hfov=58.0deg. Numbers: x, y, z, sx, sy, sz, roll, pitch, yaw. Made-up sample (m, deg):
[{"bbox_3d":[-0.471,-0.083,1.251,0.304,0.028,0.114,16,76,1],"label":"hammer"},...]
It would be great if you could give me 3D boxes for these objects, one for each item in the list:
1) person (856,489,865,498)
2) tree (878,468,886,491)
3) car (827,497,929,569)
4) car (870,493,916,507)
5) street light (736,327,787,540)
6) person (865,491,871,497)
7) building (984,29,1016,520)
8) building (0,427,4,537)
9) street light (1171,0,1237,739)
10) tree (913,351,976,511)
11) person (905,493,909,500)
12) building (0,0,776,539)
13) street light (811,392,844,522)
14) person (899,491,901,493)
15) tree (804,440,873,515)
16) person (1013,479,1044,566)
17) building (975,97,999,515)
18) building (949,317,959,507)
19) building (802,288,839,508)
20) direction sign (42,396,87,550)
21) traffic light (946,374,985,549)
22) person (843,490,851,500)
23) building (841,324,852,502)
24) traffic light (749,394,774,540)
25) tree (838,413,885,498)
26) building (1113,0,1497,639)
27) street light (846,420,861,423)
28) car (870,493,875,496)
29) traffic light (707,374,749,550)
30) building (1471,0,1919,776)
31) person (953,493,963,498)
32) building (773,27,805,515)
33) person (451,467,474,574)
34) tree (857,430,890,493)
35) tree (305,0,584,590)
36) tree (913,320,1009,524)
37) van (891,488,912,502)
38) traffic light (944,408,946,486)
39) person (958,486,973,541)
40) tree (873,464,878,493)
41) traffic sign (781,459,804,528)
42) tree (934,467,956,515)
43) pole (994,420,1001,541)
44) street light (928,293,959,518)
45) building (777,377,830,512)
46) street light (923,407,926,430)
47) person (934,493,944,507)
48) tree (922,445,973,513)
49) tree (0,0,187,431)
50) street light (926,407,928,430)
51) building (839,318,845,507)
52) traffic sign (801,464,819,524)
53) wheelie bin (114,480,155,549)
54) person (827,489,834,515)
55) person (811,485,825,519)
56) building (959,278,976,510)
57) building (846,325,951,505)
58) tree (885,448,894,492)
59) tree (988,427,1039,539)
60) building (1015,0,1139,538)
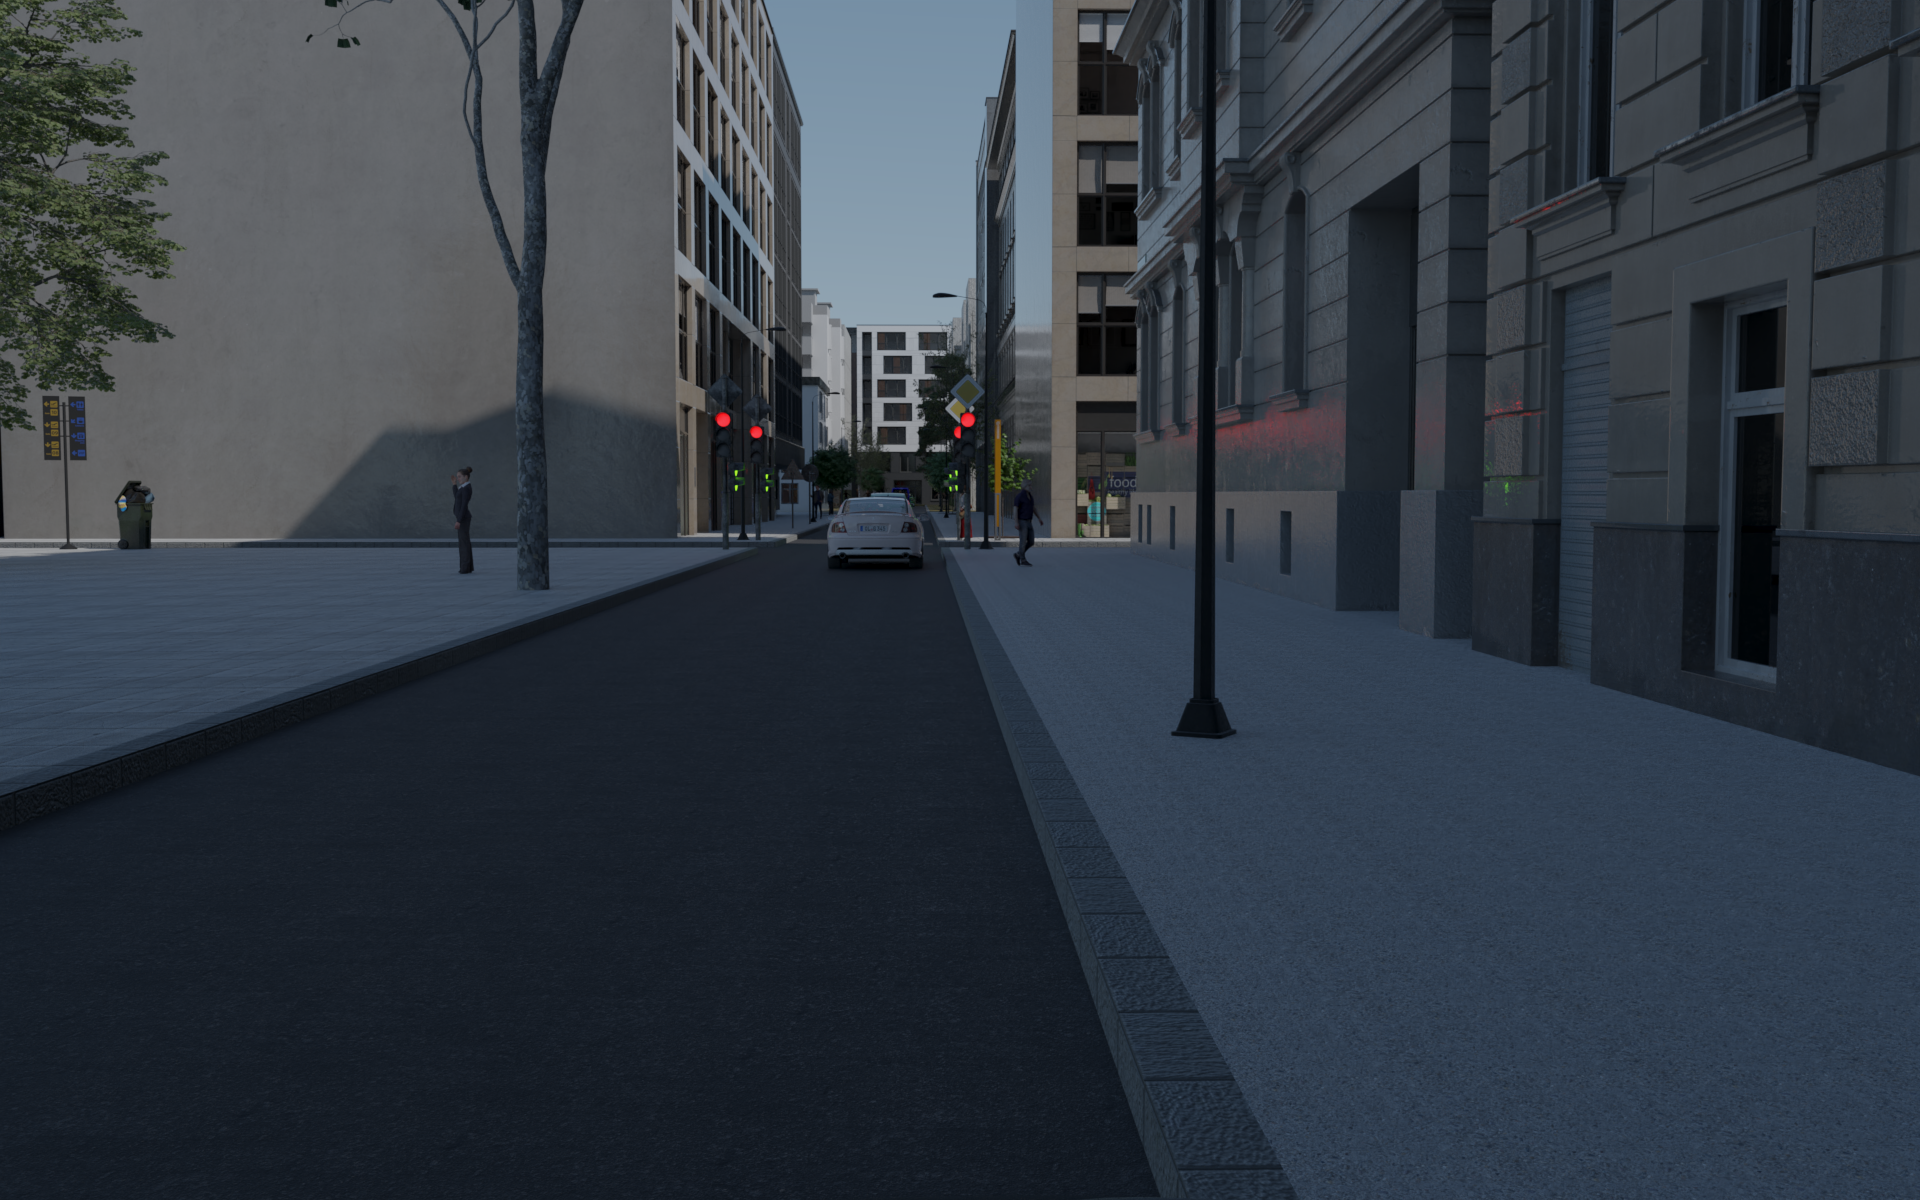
[{"bbox_3d":[-9.733,-9.766,166.242,0.721,1.766,1.217,0,4,-4],"label":"person"},{"bbox_3d":[-9.159,-12.007,180.028,4.285,4.588,4.351,0,3,0],"label":"tree"},{"bbox_3d":[-1.654,-1.367,34.706,2.083,1.381,4.827,0,4,-1],"label":"car"},{"bbox_3d":[-2.607,-3.299,62.737,1.959,1.807,4.718,0,4,-3],"label":"car"},{"bbox_3d":[-5.515,-4.628,48.205,1.470,5.913,1.316,0,4,-1],"label":"street light"},{"bbox_3d":[-10.414,-11.572,195.763,1.217,1.766,0.721,-1,4,-15],"label":"person"},{"bbox_3d":[9.841,-15.596,88.278,16.112,22.955,30.059,0,4,-1],"label":"building"},{"bbox_3d":[-36.562,-13.750,54.492,15.834,23.373,12.332,0,4,-1],"label":"building"},{"bbox_3d":[0.760,-2.234,9.061,1.470,5.913,1.316,0,4,-1],"label":"street light"},{"bbox_3d":[-0.198,-12.749,130.495,6.751,12.117,7.091,0,3,0],"label":"tree"},{"bbox_3d":[-2.899,-5.012,93.142,0.574,1.496,0.600,-3,5,-42],"label":"person"},{"bbox_3d":[-18.140,-15.990,65.946,19.350,26.468,34.151,0,4,-1],"label":"building"},{"bbox_3d":[-6.149,-6.499,78.806,1.470,5.913,1.316,0,4,-1],"label":"street light"},{"bbox_3d":[-5.643,-9.364,162.329,1.217,1.743,0.721,-1,4,-21],"label":"person"},{"bbox_3d":[-8.556,-7.935,113.446,4.285,4.588,4.351,0,3,0],"label":"tree"},{"bbox_3d":[1.172,-1.377,30.766,0.569,1.553,0.471,-1,4,-17],"label":"person"},{"bbox_3d":[7.356,-18.075,113.549,12.078,24.808,19.932,0,4,-1],"label":"building"},{"bbox_3d":[7.470,-19.308,182.145,16.747,18.905,31.486,0,4,-1],"label":"building"},{"bbox_3d":[-19.571,-18.384,156.996,16.016,20.091,11.380,0,4,-1],"label":"building"},{"bbox_3d":[-20.689,-2.941,40.082,0.876,3.537,0.379,-2,4,-23],"label":"direction sign"},{"bbox_3d":[0.156,-3.111,40.117,0.839,4.213,0.868,0,4,-1],"label":"traffic light"},{"bbox_3d":[-11.673,-10.462,177.918,1.217,1.723,0.721,1,4,20],"label":"person"},{"bbox_3d":[-27.938,-19.698,188.522,31.486,18.905,16.747,0,4,-1],"label":"building"},{"bbox_3d":[-5.585,-3.591,47.958,0.839,4.213,0.868,0,4,-1],"label":"traffic light"},{"bbox_3d":[-9.111,-12.641,157.045,4.360,8.622,3.978,0,3,0],"label":"tree"},{"bbox_3d":[10.158,-14.577,25.721,14.401,28.519,23.554,0,4,-1],"label":"building"},{"bbox_3d":[-6.905,-8.358,109.187,1.470,5.913,1.316,0,4,-1],"label":"street light"},{"bbox_3d":[-4.945,-5.958,107.006,1.945,1.707,3.694,0,4,-2],"label":"car"},{"bbox_3d":[-5.404,-3.103,39.975,0.839,4.213,0.868,0,4,-1],"label":"traffic light"},{"bbox_3d":[10.125,-12.489,1.467,12.463,27.353,25.104,0,4,-1],"label":"building"},{"bbox_3d":[0.003,-7.658,131.976,1.217,1.735,0.721,1,4,23],"label":"person"},{"bbox_3d":[-16.506,-18.492,95.850,14.314,27.812,24.014,0,4,-1],"label":"building"},{"bbox_3d":[-8.141,-1.299,28.083,0.742,1.727,0.445,3,5,40],"label":"person"},{"bbox_3d":[-10.048,-15.325,200.918,4.737,8.622,4.395,0,3,0],"label":"tree"},{"bbox_3d":[-4.762,-10.268,23.772,12.611,20.169,13.585,0,3,0],"label":"tree"},{"bbox_3d":[-0.058,-7.507,73.102,4.360,8.622,3.978,0,3,0],"label":"tree"},{"bbox_3d":[-5.927,-10.302,172.826,2.240,2.365,5.245,0,4,-1],"label":"van"},{"bbox_3d":[-0.026,-3.600,48.100,0.839,4.213,0.868,0,4,-1],"label":"traffic light"},{"bbox_3d":[0.154,-2.393,47.630,0.387,1.526,0.523,0,4,1],"label":"person"},{"bbox_3d":[-8.805,-8.247,118.544,4.285,4.588,4.351,0,3,0],"label":"tree"},{"bbox_3d":[-6.245,-3.952,64.621,0.884,2.594,0.081,0,4,5],"label":"traffic sign"},{"bbox_3d":[-0.394,-6.945,108.151,1.663,3.219,1.824,0,3,0],"label":"tree"},{"bbox_3d":[1.031,-3.290,47.628,0.158,3.312,0.155,0,3,0],"label":"pole"},{"bbox_3d":[0.066,-4.132,40.101,1.470,5.913,1.316,0,4,-1],"label":"street light"},{"bbox_3d":[-14.869,-11.961,137.715,9.099,9.664,28.070,0,4,-1],"label":"building"},{"bbox_3d":[-1.273,-7.361,92.888,1.470,5.913,1.316,0,4,-1],"label":"street light"},{"bbox_3d":[-1.947,-10.307,174.583,1.348,1.822,0.705,2,4,24],"label":"person"},{"bbox_3d":[-0.845,-8.033,115.058,4.285,4.588,4.351,0,3,0],"label":"tree"},{"bbox_3d":[-17.670,-6.852,30.158,7.486,12.596,7.792,0,3,0],"label":"tree"},{"bbox_3d":[-0.389,-5.507,62.573,1.470,5.913,1.316,0,4,-1],"label":"street light"},{"bbox_3d":[-19.217,-19.091,168.565,16.016,20.091,11.380,0,4,-1],"label":"building"},{"bbox_3d":[-6.423,-4.521,74.022,0.768,2.556,0.104,1,4,8],"label":"traffic sign"},{"bbox_3d":[-19.200,-1.985,40.360,0.693,1.594,0.980,0,4,-1],"label":"wheelie bin"},{"bbox_3d":[-7.320,-5.498,98.146,0.429,1.552,0.499,1,4,9],"label":"person"},{"bbox_3d":[-7.437,-5.091,89.809,0.617,1.759,0.750,1,4,22],"label":"person"},{"bbox_3d":[8.867,-17.379,150.598,16.747,18.905,31.486,0,4,-1],"label":"building"},{"bbox_3d":[-14.907,-23.156,222.577,32.646,21.610,27.936,0,4,-1],"label":"building"},{"bbox_3d":[-9.515,-15.019,195.920,4.360,8.622,3.978,0,3,0],"label":"tree"},{"bbox_3d":[1.186,-3.397,50.150,1.663,3.219,1.824,0,3,0],"label":"tree"},{"bbox_3d":[19.416,-15.582,59.290,34.151,26.468,19.350,0,4,-1],"label":"building"}]
